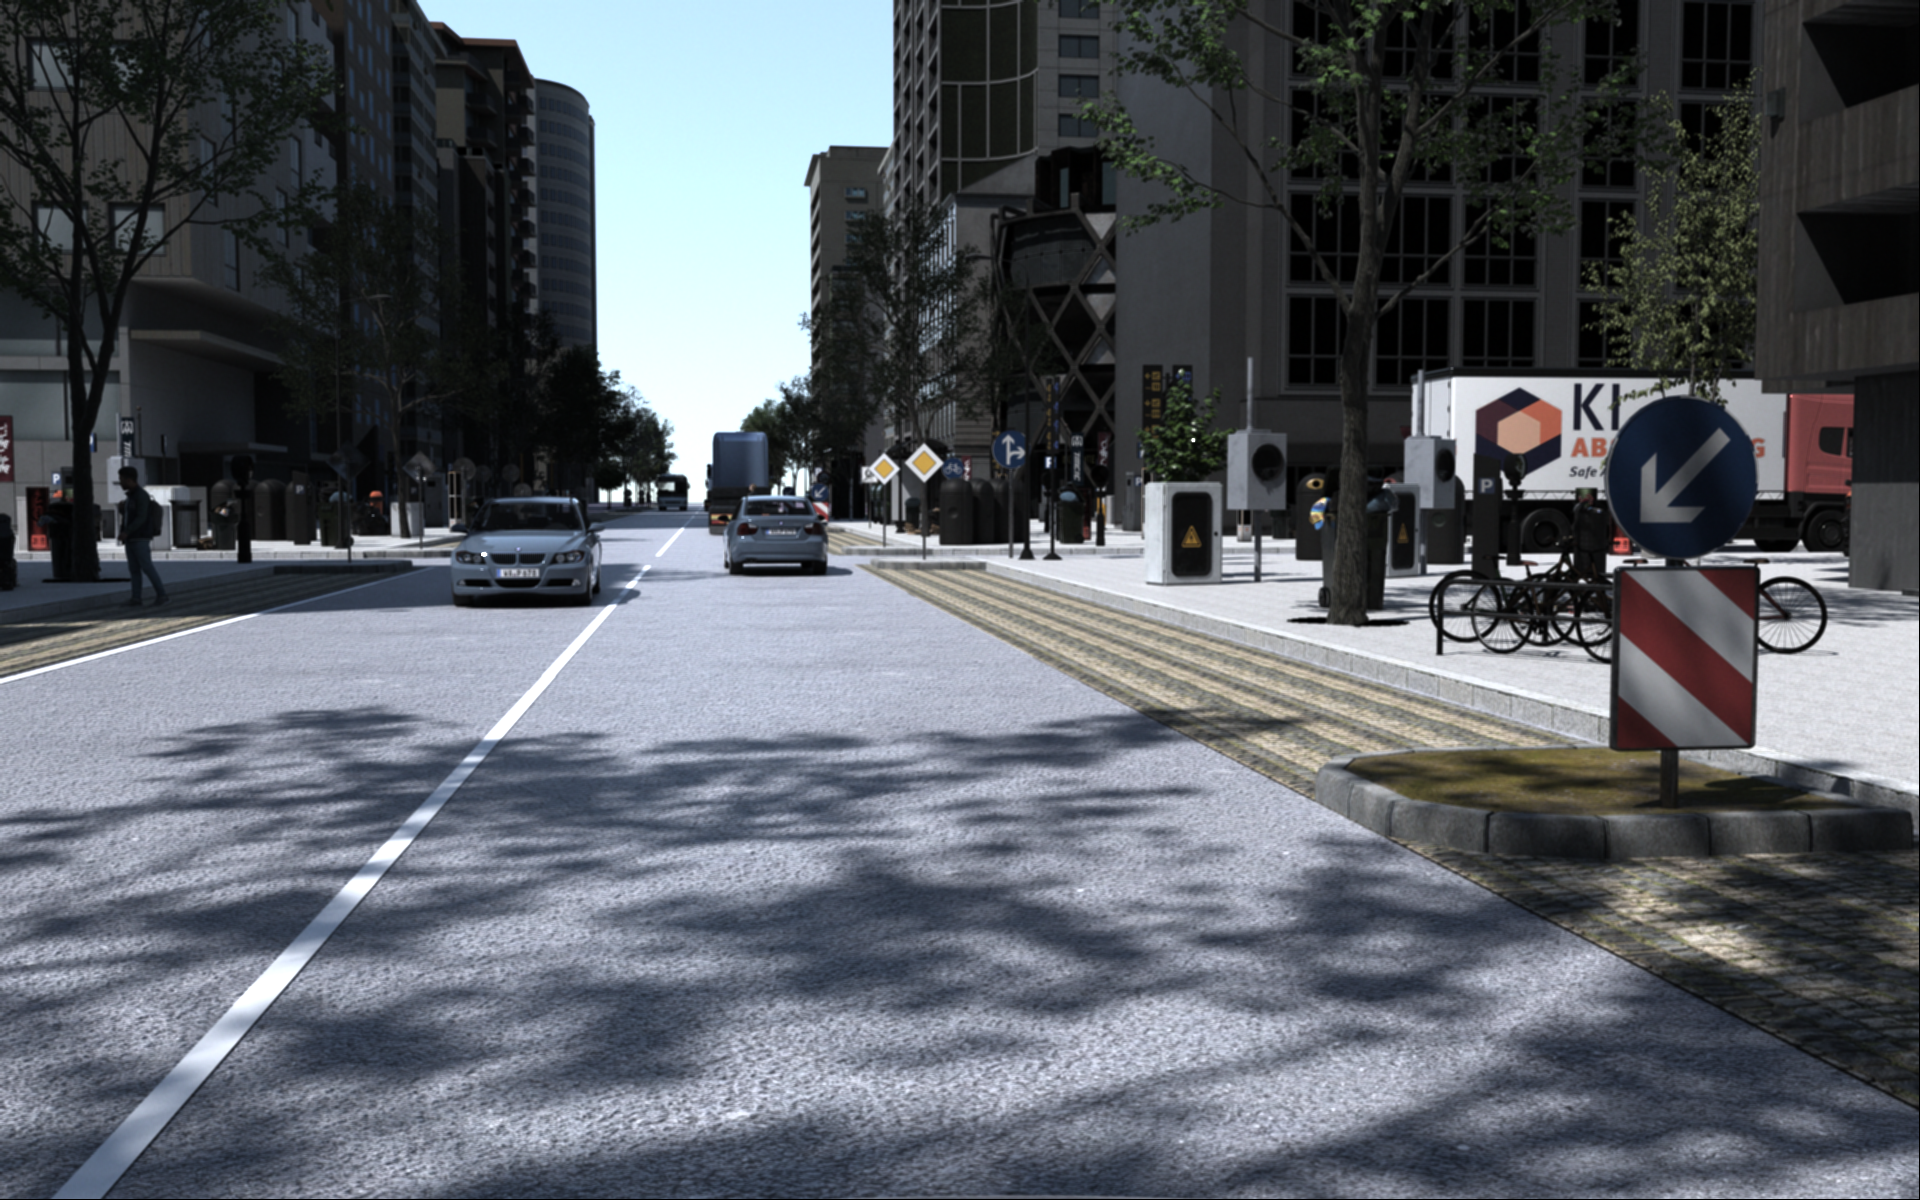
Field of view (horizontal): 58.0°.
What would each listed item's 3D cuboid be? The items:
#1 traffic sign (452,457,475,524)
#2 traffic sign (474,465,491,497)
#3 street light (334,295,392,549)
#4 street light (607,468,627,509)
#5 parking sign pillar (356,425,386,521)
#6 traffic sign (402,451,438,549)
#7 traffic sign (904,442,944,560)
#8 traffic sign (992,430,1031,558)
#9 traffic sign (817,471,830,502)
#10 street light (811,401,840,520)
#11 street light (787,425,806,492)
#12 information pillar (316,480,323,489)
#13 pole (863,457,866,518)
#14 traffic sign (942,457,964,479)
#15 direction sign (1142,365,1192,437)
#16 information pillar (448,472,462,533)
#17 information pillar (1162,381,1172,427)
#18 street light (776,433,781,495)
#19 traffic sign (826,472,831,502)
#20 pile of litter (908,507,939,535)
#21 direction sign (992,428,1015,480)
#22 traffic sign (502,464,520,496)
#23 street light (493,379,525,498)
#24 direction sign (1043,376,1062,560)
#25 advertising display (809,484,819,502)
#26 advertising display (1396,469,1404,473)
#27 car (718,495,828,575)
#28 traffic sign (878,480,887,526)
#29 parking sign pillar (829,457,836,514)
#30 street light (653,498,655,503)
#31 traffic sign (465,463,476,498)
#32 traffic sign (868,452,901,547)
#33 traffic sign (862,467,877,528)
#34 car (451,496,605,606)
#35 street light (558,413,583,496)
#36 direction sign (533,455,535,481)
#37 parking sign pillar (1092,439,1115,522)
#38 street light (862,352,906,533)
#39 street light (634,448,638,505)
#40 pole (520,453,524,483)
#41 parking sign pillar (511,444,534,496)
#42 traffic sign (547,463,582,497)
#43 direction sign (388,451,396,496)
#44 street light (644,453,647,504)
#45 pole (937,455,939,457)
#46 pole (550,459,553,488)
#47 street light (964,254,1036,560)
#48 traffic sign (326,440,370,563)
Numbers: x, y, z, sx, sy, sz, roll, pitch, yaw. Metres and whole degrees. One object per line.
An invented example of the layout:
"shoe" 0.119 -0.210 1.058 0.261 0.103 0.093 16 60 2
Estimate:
"traffic sign" -17.281 -3.681 60.298 0.768 2.556 0.104 0 4 -3
"traffic sign" -20.895 -4.630 75.802 0.768 2.556 0.104 0 4 -6
"street light" -13.945 -4.156 40.486 1.470 5.913 1.316 0 4 -8
"street light" -28.976 -10.570 145.356 1.470 5.913 1.316 0 4 -8
"parking sign pillar" -23.057 -4.847 67.719 1.447 3.967 1.447 3 4 36
"traffic sign" -12.514 -2.234 40.175 0.795 2.450 0.064 0 4 -8
"traffic sign" -0.700 -1.842 33.763 0.795 2.450 0.064 0 4 -8
"traffic sign" 1.025 -2.112 34.644 0.768 2.556 0.104 0 4 -3
"traffic sign" -7.507 -5.845 95.669 0.768 2.556 0.104 0 4 0
"street light" -6.714 -6.967 86.455 1.470 5.913 1.316 0 4 -8
"street light" -10.880 -8.768 115.901 1.470 5.913 1.316 0 4 -8
"information pillar" -34.211 -5.387 92.573 0.304 2.012 0.304 0 4 -4
"pole" -5.225 -6.133 94.115 0.158 3.312 0.155 0 3 0
"traffic sign" -0.240 -3.668 60.078 0.768 2.556 0.104 0 4 1
"direction sign" 3.638 -2.352 30.456 0.876 3.537 0.379 0 4 -4
"information pillar" -16.855 -3.264 57.853 0.304 2.012 0.304 2 4 29
"information pillar" 4.064 -2.555 33.124 0.183 3.616 0.504 -3 4 -36
"street light" -13.344 -9.799 132.756 1.470 5.913 1.316 0 4 -8
"traffic sign" -7.748 -6.149 100.634 0.768 2.556 0.104 0 4 -6
"pile of litter" -0.955 -2.522 55.198 1.176 0.858 1.719 -2 4 -35
"direction sign" 1.480 -4.111 59.208 0.876 3.537 0.379 2 4 27
"traffic sign" -19.016 -4.480 73.353 0.768 2.556 0.104 0 4 -4
"street light" -18.235 -5.956 69.914 1.470 5.913 1.316 0 4 -8
"direction sign" 1.808 -2.555 33.765 0.379 3.537 0.876 -1 4 -12
"advertising display" -9.232 -6.520 111.818 0.974 1.923 0.123 -1 4 -13
"advertising display" 11.717 -2.483 45.810 0.123 1.923 0.974 2 4 31
"car" -3.460 -1.230 32.117 2.014 1.417 4.499 -1 4 -10
"traffic sign" -2.964 -4.226 69.093 0.884 2.594 0.081 0 4 -1
"parking sign pillar" -7.866 -7.485 110.845 1.447 3.967 1.447 0 4 -5
"street light" -40.641 -15.584 227.346 1.470 5.913 1.316 0 4 -8
"traffic sign" -18.111 -3.872 63.421 0.768 2.556 0.104 0 4 2
"traffic sign" -1.824 -2.326 41.669 0.795 2.450 0.064 0 4 -8
"traffic sign" -3.370 -3.831 64.772 0.606 2.300 0.079 0 4 -1
"car" -5.866 -0.717 23.734 2.014 1.417 4.499 -1 4 -9
"street light" -22.445 -7.756 99.353 1.470 5.913 1.316 0 4 -8
"direction sign" -25.033 -6.698 101.506 0.379 3.537 0.876 -2 4 -29
"parking sign pillar" 6.870 -5.648 80.812 1.447 3.967 1.447 3 5 43
"street light" -2.497 -5.147 56.700 1.470 5.913 1.316 0 4 -8
"street light" -33.200 -12.392 175.155 1.470 5.913 1.316 0 4 -8
"pole" -21.747 -5.635 85.982 0.158 3.312 0.155 0 3 0
"parking sign pillar" -22.653 -6.177 89.471 1.447 3.967 1.447 2 4 31
"traffic sign" -25.891 -7.305 113.316 2.265 3.308 0.079 0 4 -3
"direction sign" -30.206 -6.124 92.124 0.379 3.537 0.876 0 4 5
"street light" -36.428 -13.784 197.907 1.470 5.913 1.316 0 4 -8
"pole" -1.006 -5.284 80.241 0.158 3.312 0.155 0 3 0
"pole" -23.404 -6.453 99.343 0.158 3.312 0.155 0 3 0
"street light" 0.776 -3.742 33.720 1.470 5.913 1.316 0 4 -8
"traffic sign" -11.390 -1.751 32.270 0.795 2.450 0.064 0 4 -8
